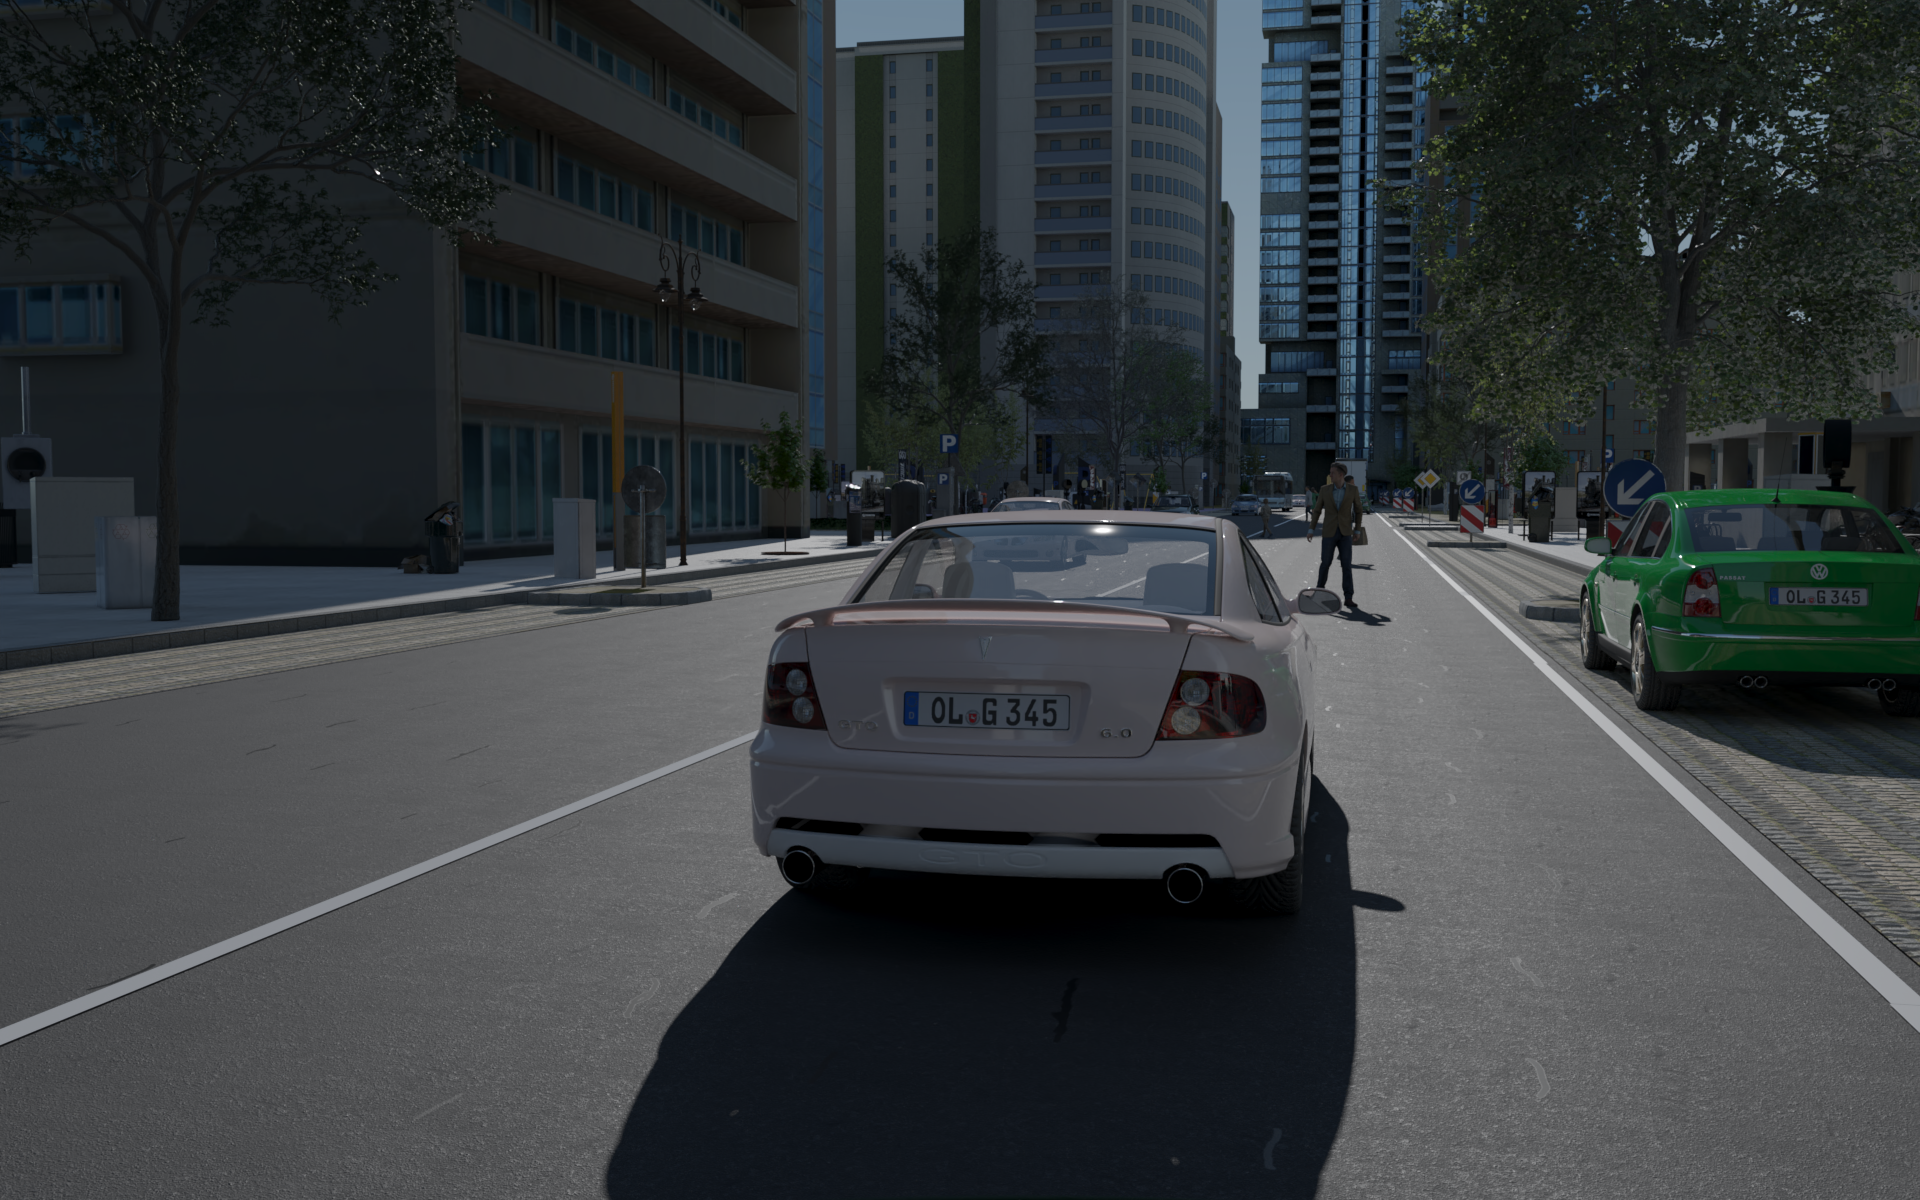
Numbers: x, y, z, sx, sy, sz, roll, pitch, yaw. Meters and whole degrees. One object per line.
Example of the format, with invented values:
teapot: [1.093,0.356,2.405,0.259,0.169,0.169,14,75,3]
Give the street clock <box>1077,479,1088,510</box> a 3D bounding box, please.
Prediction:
street clock: [6.056,-4.940,85.333,0.358,2.002,0.471,3,5,44]

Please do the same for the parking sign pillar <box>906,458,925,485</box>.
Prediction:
parking sign pillar: [-3.366,-8.762,131.737,1.447,3.967,1.447,1,4,22]

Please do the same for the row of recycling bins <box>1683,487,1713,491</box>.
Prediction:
row of recycling bins: [39.745,-5.279,93.422,1.069,1.692,3.534,3,5,45]

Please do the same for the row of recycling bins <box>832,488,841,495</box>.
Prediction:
row of recycling bins: [-10.067,-9.092,155.768,1.069,1.692,3.534,3,5,40]

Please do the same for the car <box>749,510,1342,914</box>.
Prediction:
car: [0.572,0.301,7.433,2.083,1.381,4.827,1,4,12]

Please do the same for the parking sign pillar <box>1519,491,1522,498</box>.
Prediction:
parking sign pillar: [46.832,-9.451,142.994,1.447,3.967,1.447,0,4,2]

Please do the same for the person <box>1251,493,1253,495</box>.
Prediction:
person: [26.956,-9.155,158.631,0.568,1.767,0.683,0,4,-6]

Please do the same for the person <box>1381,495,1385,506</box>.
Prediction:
person: [48.060,-11.454,196.331,0.434,1.755,0.990,-1,4,-18]

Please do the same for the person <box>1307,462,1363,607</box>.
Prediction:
person: [4.816,-0.849,22.298,0.656,1.842,0.836,-1,4,-20]

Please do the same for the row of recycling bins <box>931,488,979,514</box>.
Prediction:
row of recycling bins: [-0.540,-6.311,110.290,3.534,1.692,1.069,0,4,8]

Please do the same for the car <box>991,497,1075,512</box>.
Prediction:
car: [1.454,-1.398,35.216,2.083,1.381,4.827,1,4,12]

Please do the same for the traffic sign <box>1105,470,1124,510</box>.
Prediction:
traffic sign: [6.357,-4.148,71.469,0.795,2.450,0.064,1,4,13]

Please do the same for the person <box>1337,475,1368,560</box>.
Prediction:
person: [8.070,-1.682,35.982,0.794,1.824,0.713,-2,4,-25]

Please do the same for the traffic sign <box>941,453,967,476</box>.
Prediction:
traffic sign: [-0.237,-3.135,51.266,0.884,2.594,0.081,1,4,13]

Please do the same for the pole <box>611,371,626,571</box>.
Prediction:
pole: [-5.703,-2.145,28.907,0.158,3.312,0.155,0,3,0]

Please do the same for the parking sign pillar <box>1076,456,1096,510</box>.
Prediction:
parking sign pillar: [9.049,-8.276,123.789,1.447,3.967,1.447,1,4,17]

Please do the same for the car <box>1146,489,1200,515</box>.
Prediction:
car: [8.234,-3.474,66.580,2.009,1.686,4.222,1,4,13]

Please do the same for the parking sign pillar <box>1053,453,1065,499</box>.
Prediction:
parking sign pillar: [6.482,-7.656,113.655,1.447,3.967,1.447,1,4,20]

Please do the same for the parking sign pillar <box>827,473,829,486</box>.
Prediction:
parking sign pillar: [-11.007,-9.083,136.972,1.447,3.967,1.447,-1,4,-14]

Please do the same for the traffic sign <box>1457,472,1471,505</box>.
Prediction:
traffic sign: [22.543,-4.612,77.532,0.606,2.300,0.079,1,4,16]

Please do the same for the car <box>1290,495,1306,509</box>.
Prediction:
car: [32.336,-9.341,165.093,2.083,1.381,4.827,1,4,13]

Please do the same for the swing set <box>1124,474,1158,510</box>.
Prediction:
swing set: [13.683,-8.444,135.682,3.119,2.851,2.862,2,4,33]

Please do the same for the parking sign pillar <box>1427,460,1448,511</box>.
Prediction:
parking sign pillar: [35.494,-8.573,128.636,1.447,3.967,1.447,0,4,-1]

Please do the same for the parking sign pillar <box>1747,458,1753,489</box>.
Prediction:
parking sign pillar: [49.135,-7.340,108.476,1.447,3.967,1.447,0,4,1]

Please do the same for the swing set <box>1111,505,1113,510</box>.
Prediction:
swing set: [10.285,-8.420,135.288,2.862,2.851,3.119,1,4,16]

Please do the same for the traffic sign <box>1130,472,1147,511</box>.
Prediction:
traffic sign: [8.135,-4.625,79.254,0.795,2.450,0.064,1,4,13]

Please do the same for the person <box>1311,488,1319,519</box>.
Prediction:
person: [20.307,-5.565,99.739,0.600,1.795,0.529,3,5,41]

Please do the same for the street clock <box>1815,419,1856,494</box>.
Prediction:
street clock: [8.499,-0.750,16.828,0.358,2.002,0.471,2,4,24]

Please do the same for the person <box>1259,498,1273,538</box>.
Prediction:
person: [10.012,-2.690,56.762,0.475,1.303,0.640,-3,5,-44]

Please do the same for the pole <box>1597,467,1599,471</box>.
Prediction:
pole: [48.538,-8.438,131.804,0.158,3.312,0.155,0,3,0]

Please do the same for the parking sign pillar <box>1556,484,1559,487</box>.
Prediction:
parking sign pillar: [33.268,-6.710,98.185,1.447,3.967,1.447,-3,4,-39]

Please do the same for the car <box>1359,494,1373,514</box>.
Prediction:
car: [28.256,-6.812,123.172,2.131,1.459,4.920,1,4,14]

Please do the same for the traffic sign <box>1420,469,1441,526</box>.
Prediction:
traffic sign: [18.632,-3.976,68.655,0.795,2.450,0.064,1,4,13]

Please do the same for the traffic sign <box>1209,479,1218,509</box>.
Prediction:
traffic sign: [21.574,-9.017,147.537,0.768,2.556,0.104,1,4,13]

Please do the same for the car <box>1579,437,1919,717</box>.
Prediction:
car: [5.644,-0.231,12.572,1.959,1.807,4.718,1,4,13]

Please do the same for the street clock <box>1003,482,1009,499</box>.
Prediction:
street clock: [2.758,-6.052,103.512,0.358,2.002,0.471,1,4,16]

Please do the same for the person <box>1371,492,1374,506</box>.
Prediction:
person: [51.323,-12.629,215.698,0.721,1.735,1.217,3,4,38]

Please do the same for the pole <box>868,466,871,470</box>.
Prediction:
pole: [-6.609,-8.092,126.146,0.158,3.312,0.155,0,3,0]

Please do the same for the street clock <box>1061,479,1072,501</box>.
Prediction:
street clock: [5.159,-4.840,83.702,0.471,2.002,0.358,-1,4,-22]

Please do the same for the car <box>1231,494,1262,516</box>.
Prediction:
car: [19.084,-6.311,115.193,2.014,1.417,4.499,1,4,14]

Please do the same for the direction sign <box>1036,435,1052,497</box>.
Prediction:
direction sign: [3.259,-4.593,67.097,0.379,3.537,0.876,-3,4,-38]

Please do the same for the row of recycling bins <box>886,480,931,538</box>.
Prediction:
row of recycling bins: [-1.522,-2.735,51.838,1.069,1.692,3.534,0,4,1]

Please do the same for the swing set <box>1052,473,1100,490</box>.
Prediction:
swing set: [8.438,-7.915,127.025,3.119,2.851,2.862,1,4,21]

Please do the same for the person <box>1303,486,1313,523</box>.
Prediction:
person: [17.618,-4.819,87.139,0.795,1.843,0.661,0,4,5]

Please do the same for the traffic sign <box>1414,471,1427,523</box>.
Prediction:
traffic sign: [20.410,-4.452,76.440,0.795,2.450,0.064,1,4,13]

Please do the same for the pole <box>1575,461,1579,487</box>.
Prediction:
pole: [38.403,-6.974,107.870,0.158,3.312,0.155,0,3,0]
